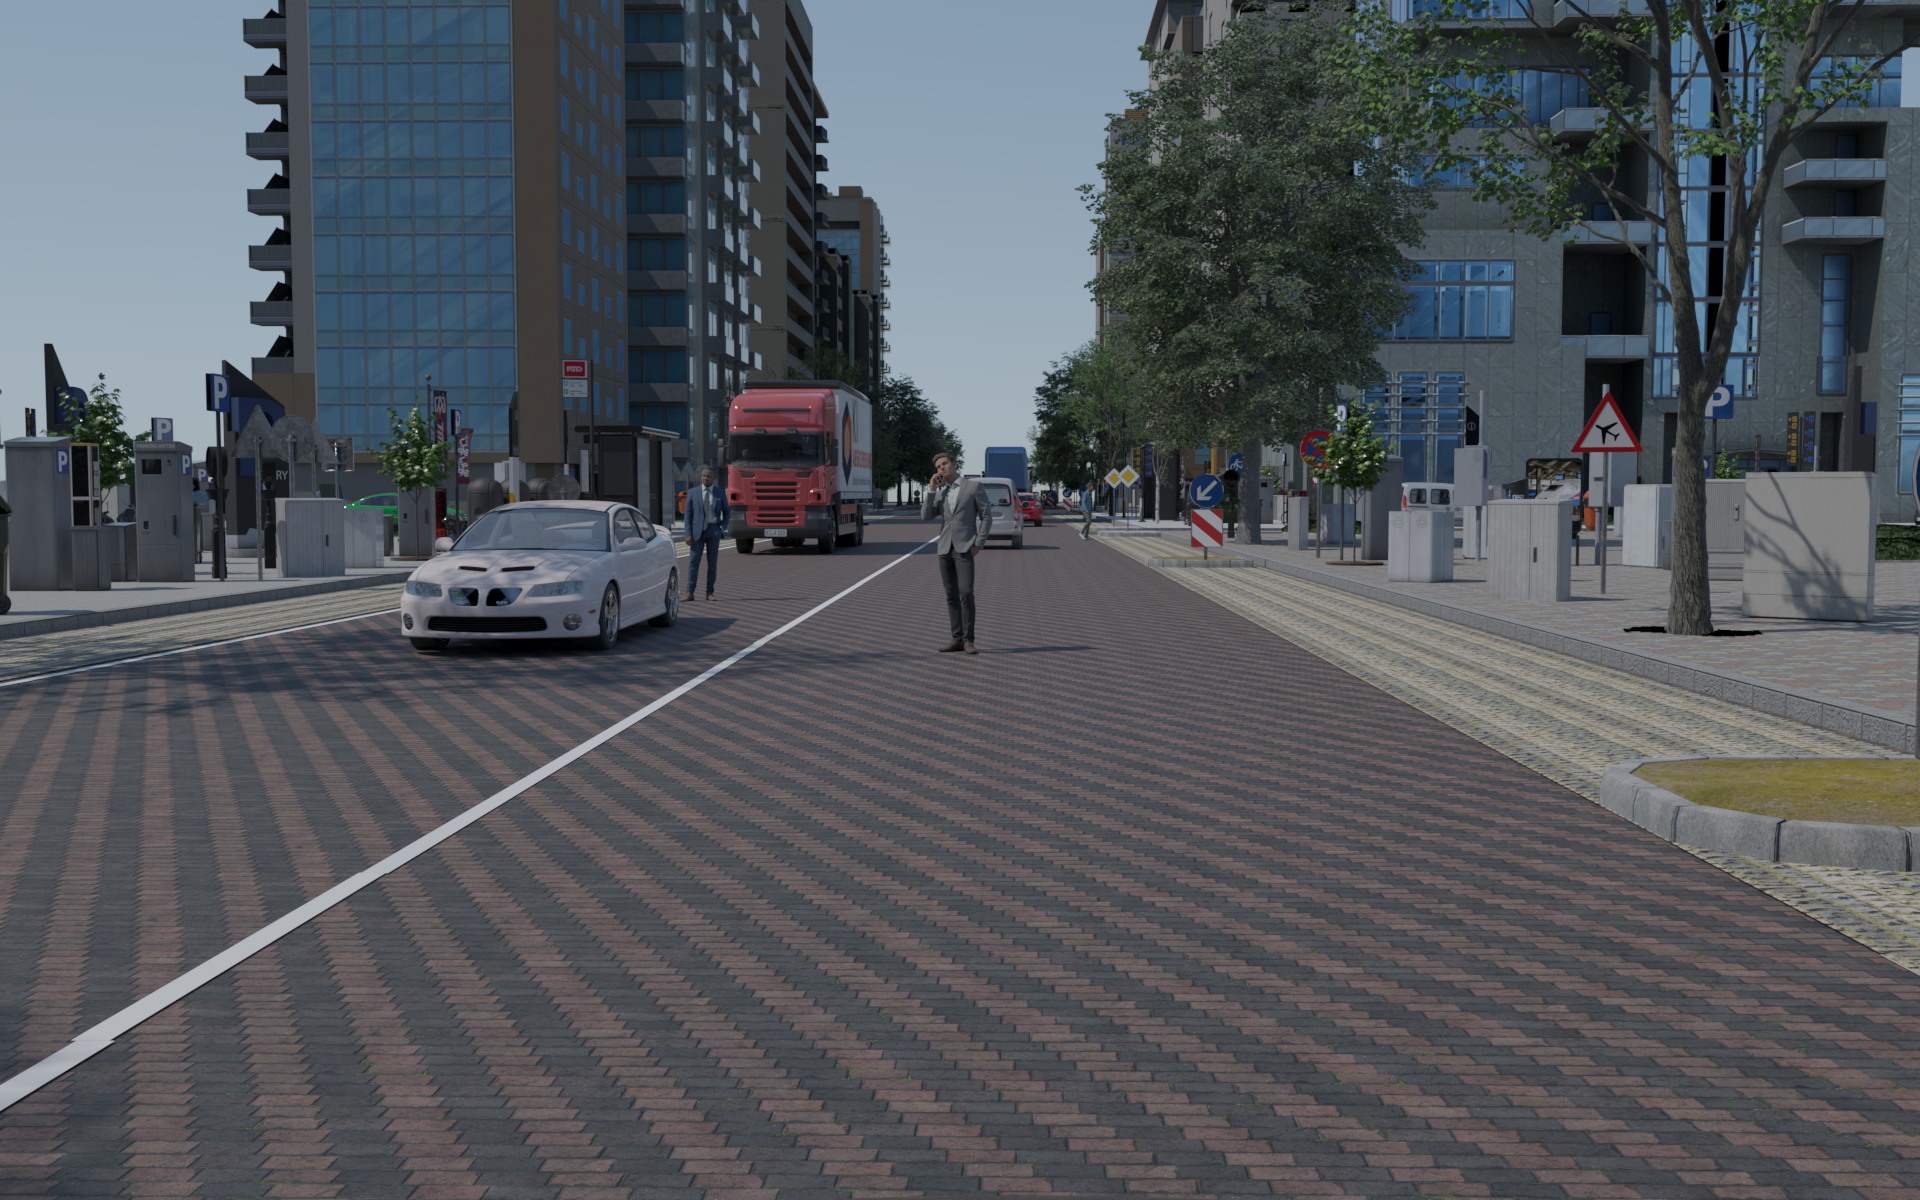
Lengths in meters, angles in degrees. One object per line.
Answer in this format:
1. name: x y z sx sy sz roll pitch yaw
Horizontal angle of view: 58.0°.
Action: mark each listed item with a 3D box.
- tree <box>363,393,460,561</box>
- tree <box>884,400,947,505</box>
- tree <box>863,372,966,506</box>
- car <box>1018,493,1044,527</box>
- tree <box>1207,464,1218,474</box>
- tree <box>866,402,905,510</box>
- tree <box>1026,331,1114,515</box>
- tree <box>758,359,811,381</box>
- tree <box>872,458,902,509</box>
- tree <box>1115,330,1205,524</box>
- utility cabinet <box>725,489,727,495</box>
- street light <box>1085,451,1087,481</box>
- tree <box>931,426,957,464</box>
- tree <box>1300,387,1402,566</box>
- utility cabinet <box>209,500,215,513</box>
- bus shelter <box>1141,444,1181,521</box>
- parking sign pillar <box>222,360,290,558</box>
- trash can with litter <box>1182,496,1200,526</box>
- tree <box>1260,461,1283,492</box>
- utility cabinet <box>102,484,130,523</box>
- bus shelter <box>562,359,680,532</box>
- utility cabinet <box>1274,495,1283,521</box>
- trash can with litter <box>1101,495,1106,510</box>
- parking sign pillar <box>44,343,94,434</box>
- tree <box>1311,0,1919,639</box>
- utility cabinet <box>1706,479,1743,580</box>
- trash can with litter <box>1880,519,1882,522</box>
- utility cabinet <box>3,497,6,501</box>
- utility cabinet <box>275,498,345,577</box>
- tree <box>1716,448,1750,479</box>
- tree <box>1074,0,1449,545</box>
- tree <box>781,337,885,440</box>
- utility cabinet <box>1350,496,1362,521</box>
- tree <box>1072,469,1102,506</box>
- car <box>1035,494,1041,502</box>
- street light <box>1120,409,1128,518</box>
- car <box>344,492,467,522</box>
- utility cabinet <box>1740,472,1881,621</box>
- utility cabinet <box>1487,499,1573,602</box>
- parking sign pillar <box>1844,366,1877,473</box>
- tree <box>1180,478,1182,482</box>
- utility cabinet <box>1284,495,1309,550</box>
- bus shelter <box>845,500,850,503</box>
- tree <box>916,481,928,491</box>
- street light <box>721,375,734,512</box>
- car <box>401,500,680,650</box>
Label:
1. tree: -10.423 -2.370 33.355 1.663 3.219 1.824 0 3 0
2. tree: -5.876 -17.720 206.733 9.611 12.733 9.660 0 3 0
3. tree: -6.218 -16.739 180.339 9.857 13.997 8.962 0 3 0
4. car: 2.717 -4.176 77.325 2.155 1.783 4.494 0 3 0
5. tree: 16.424 -7.095 110.600 1.663 3.219 1.824 0 3 0
6. tree: -6.813 -11.615 140.269 4.360 8.622 3.978 0 3 0
7. tree: 9.468 -11.141 107.914 9.928 11.665 9.643 0 3 0
8. tree: -9.623 -8.744 93.320 4.737 8.622 4.395 0 3 0
9. tree: -6.585 -10.102 148.878 4.285 4.588 4.351 0 3 0
10. tree: 8.815 -7.621 74.974 4.360 8.622 3.978 0 3 0
11. utility cabinet: -9.872 -4.199 77.330 1.173 1.500 0.318 0 4 -1
12. street light: 10.225 -10.301 141.212 0.468 5.910 1.993 0 4 2
13. tree: -4.070 -20.272 257.195 9.928 11.665 9.643 0 3 0
14. tree: 7.177 -2.254 31.448 1.663 3.219 1.824 0 3 0
15. utility cabinet: -25.529 -2.923 58.960 0.306 1.237 1.020 -2 4 -32
16. bus shelter: 9.648 -5.687 84.262 1.731 3.624 6.357 0 4 2
17. parking sign pillar: -14.283 -2.864 35.295 1.447 3.967 1.447 3 4 36
18. trash can with litter: 9.353 -3.487 68.402 0.624 1.170 1.055 -1 4 -13
19. tree: 17.836 -6.423 99.615 1.663 3.219 1.824 0 3 0
20. utility cabinet: -19.248 -1.872 39.289 1.173 1.500 0.318 3 5 39
21. bus shelter: -10.687 -4.689 54.299 2.179 5.291 8.768 0 4 2
22. utility cabinet: 15.714 -4.408 83.235 0.306 1.237 1.020 -3 4 -36
23. trash can with litter: 11.054 -7.834 139.148 2.233 1.210 1.678 -1 4 -14
24. parking sign pillar: -16.296 -2.644 31.700 1.447 3.967 1.447 -1 4 -13
25. tree: 6.852 -5.498 15.652 9.928 11.665 9.643 0 3 0
26. utility cabinet: 11.367 -1.039 25.667 1.173 1.500 0.318 1 4 15
27. trash can with litter: 37.699 -3.689 71.697 1.055 1.170 0.624 3 4 36
28. utility cabinet: -19.572 -1.531 36.198 0.306 1.237 1.020 0 4 1
29. utility cabinet: -10.153 -0.975 27.105 0.306 1.237 1.020 3 4 37
30. tree: 31.756 -4.748 72.230 1.663 3.219 1.824 0 3 0
31. tree: 7.321 -8.387 43.779 9.857 13.997 8.962 0 3 0
32. tree: -8.324 -10.375 104.043 8.767 10.594 7.601 2 4 34
33. utility cabinet: 16.351 -3.612 70.215 1.020 1.237 0.306 0 4 -1
34. tree: 9.962 -8.539 134.222 1.663 3.219 1.824 0 3 0
35. car: 10.853 -14.171 240.484 1.959 1.807 4.718 0 4 3
36. street light: 8.731 -7.315 92.389 0.468 5.910 1.993 0 4 2
37. car: -20.578 -3.387 64.180 4.718 1.807 1.959 0 4 2
38. utility cabinet: 8.670 -0.551 17.682 1.173 1.500 0.318 3 5 39
39. utility cabinet: 6.909 -0.605 21.051 0.306 1.237 1.020 -3 4 -36
40. parking sign pillar: 19.200 -2.969 37.008 1.447 3.967 1.447 1 4 21
41. tree: 11.432 -6.294 97.506 1.663 3.219 1.824 0 3 0
42. utility cabinet: 7.787 -1.758 39.902 0.306 1.237 1.020 1 4 22
43. bus shelter: -8.514 -8.054 125.599 2.014 3.302 5.546 0 4 2
44. tree: -5.360 -16.247 216.007 4.737 8.622 4.395 0 3 0
45. street light: -8.970 -5.800 67.612 0.468 5.910 1.993 0 4 2
46. car: -4.069 -0.312 17.456 2.083 1.381 4.827 0 4 2
